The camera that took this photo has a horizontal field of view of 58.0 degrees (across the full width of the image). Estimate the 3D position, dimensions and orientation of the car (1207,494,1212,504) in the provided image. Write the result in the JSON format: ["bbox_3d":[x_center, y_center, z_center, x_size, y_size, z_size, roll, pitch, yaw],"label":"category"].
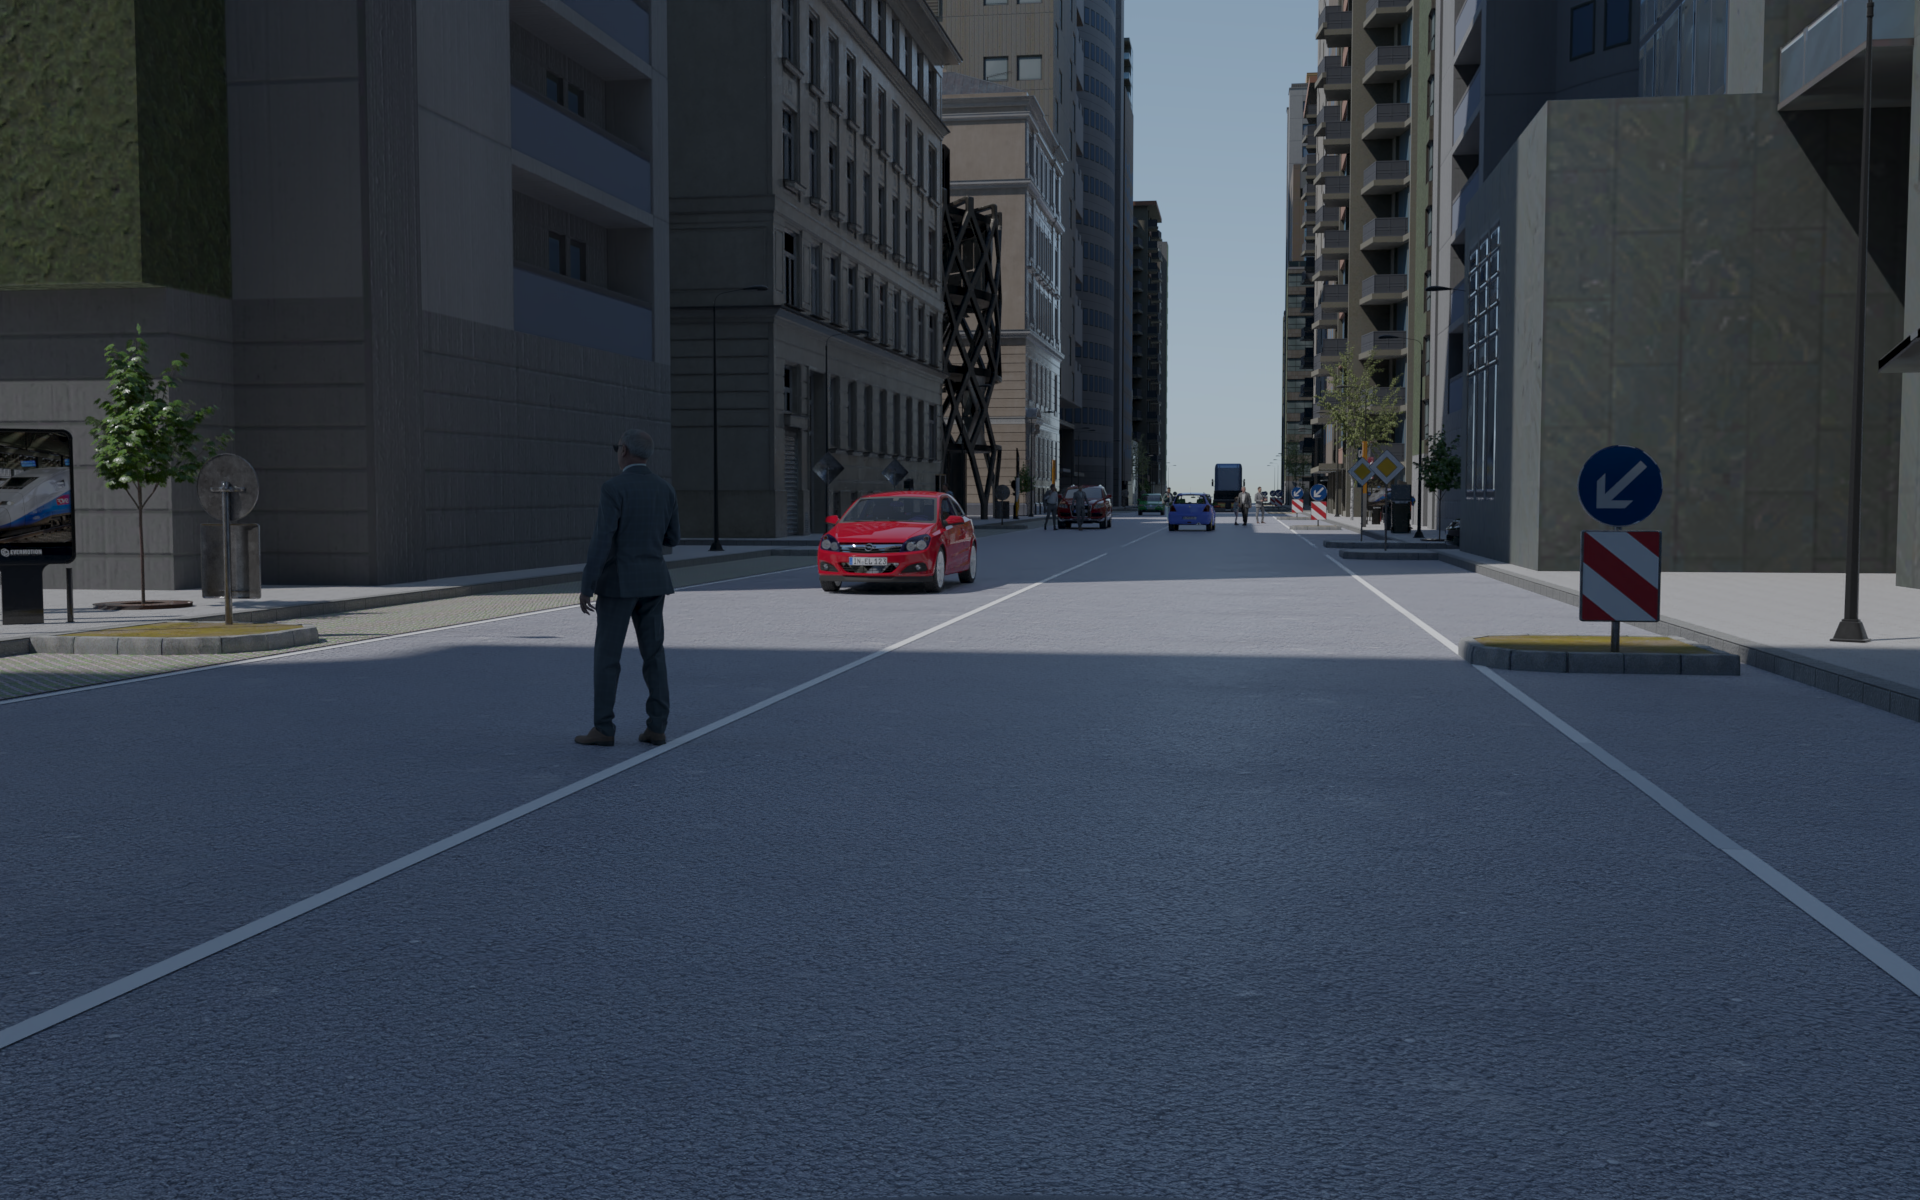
[{"bbox_3d":[33.456,-13.906,236.397,2.155,1.783,4.494,1,4,9],"label":"car"}]

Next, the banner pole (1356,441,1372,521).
[{"bbox_3d":[19.116,-5.604,81.637,0.863,3.779,0.401,0,3,0],"label":"banner pole"}]

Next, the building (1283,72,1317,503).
[{"bbox_3d":[57.174,-43.168,247.789,21.231,58.520,28.212,1,4,9],"label":"building"}]

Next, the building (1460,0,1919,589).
[{"bbox_3d":[19.810,-43.226,19.415,22.319,86.520,31.000,1,4,9],"label":"building"}]

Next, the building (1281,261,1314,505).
[{"bbox_3d":[47.352,-27.055,214.044,14.160,30.474,14.107,1,4,9],"label":"building"}]

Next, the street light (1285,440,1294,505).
[{"bbox_3d":[28.989,-10.802,149.155,1.470,5.913,1.316,1,4,9],"label":"street light"}]

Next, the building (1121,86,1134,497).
[{"bbox_3d":[11.377,-32.904,188.092,14.600,45.320,14.200,1,4,9],"label":"building"}]

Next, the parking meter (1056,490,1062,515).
[{"bbox_3d":[6.171,-6.075,107.730,0.372,1.533,0.369,0,3,0],"label":"parking meter"}]

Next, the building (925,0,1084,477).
[{"bbox_3d":[-4.457,-33.642,139.284,28.713,52.752,27.495,1,4,9],"label":"building"}]

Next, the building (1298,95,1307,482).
[{"bbox_3d":[46.591,-32.064,178.868,22.147,44.769,28.867,1,4,9],"label":"building"}]

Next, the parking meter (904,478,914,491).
[{"bbox_3d":[-1.918,-3.604,64.642,0.255,1.863,0.399,2,4,25],"label":"parking meter"}]

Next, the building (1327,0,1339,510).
[{"bbox_3d":[35.100,-29.421,131.137,14.600,45.320,14.200,1,4,9],"label":"building"}]

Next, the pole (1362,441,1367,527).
[{"bbox_3d":[15.641,-4.475,67.014,0.158,3.312,0.155,0,3,0],"label":"pole"}]

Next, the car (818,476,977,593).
[{"bbox_3d":[-0.905,-1.076,26.633,2.155,1.783,4.494,1,4,10],"label":"car"}]

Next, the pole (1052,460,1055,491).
[{"bbox_3d":[5.586,-6.697,103.332,0.158,3.312,0.155,0,3,0],"label":"pole"}]

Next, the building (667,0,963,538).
[{"bbox_3d":[-10.218,-14.147,64.585,16.112,22.955,30.059,1,4,9],"label":"building"}]

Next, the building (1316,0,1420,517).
[{"bbox_3d":[32.308,-27.345,101.715,22.147,44.769,28.867,1,4,9],"label":"building"}]

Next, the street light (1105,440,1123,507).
[{"bbox_3d":[13.052,-10.793,149.003,1.470,5.913,1.316,1,4,9],"label":"street light"}]

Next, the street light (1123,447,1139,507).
[{"bbox_3d":[16.876,-12.222,172.367,1.470,5.913,1.316,1,4,9],"label":"street light"}]

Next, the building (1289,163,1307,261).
[{"bbox_3d":[50.424,-35.335,227.843,14.600,45.320,14.200,1,4,9],"label":"building"}]

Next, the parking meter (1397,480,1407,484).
[{"bbox_3d":[18.444,-4.070,72.248,0.399,1.863,0.255,0,4,-1],"label":"parking meter"}]

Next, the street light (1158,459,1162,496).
[{"bbox_3d":[26.130,-15.751,230.074,1.470,5.913,1.316,1,4,9],"label":"street light"}]

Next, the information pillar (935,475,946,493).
[{"bbox_3d":[-0.743,-3.720,65.320,0.304,2.012,0.304,-3,5,-42],"label":"information pillar"}]

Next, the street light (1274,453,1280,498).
[{"bbox_3d":[38.567,-14.395,207.904,1.470,5.913,1.316,1,4,9],"label":"street light"}]

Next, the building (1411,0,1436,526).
[{"bbox_3d":[26.359,-18.446,73.297,14.160,30.474,14.107,1,4,9],"label":"building"}]

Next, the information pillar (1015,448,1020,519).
[{"bbox_3d":[2.929,-5.906,87.921,0.183,3.616,0.504,1,4,13],"label":"information pillar"}]

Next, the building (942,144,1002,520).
[{"bbox_3d":[-6.461,-13.533,88.713,16.820,18.784,16.811,1,4,9],"label":"building"}]

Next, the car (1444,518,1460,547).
[{"bbox_3d":[14.152,-2.015,42.734,4.222,1.686,2.009,1,4,9],"label":"car"}]

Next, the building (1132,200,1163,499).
[{"bbox_3d":[17.975,-36.578,252.680,22.147,44.769,28.867,1,4,9],"label":"building"}]

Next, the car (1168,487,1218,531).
[{"bbox_3d":[9.155,-3.584,68.190,1.945,1.707,3.694,1,4,11],"label":"car"}]

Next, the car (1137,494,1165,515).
[{"bbox_3d":[13.072,-6.691,118.193,1.959,1.807,4.718,0,4,8],"label":"car"}]

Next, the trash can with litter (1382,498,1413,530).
[{"bbox_3d":[15.306,-3.004,60.508,1.055,1.170,0.624,2,4,32],"label":"trash can with litter"}]

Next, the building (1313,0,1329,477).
[{"bbox_3d":[45.069,-34.320,150.374,28.713,52.752,27.495,1,4,9],"label":"building"}]

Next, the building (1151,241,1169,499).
[{"bbox_3d":[25.468,-36.093,273.719,14.154,41.232,14.086,1,4,9],"label":"building"}]

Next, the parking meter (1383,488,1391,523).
[{"bbox_3d":[18.954,-4.182,76.787,0.372,1.533,0.369,0,3,0],"label":"parking meter"}]

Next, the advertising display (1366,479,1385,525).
[{"bbox_3d":[17.474,-4.127,72.691,0.974,1.923,0.123,-1,4,-19],"label":"advertising display"}]

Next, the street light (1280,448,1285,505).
[{"bbox_3d":[32.974,-12.249,172.804,1.470,5.913,1.316,1,4,9],"label":"street light"}]

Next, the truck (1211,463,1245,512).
[{"bbox_3d":[22.604,-9.550,145.906,2.967,4.110,18.799,1,4,9],"label":"truck"}]

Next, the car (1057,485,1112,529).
[{"bbox_3d":[5.261,-3.915,72.680,2.281,1.827,5.304,1,4,8],"label":"car"}]

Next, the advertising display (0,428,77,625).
[{"bbox_3d":[-9.253,-0.724,17.044,0.974,1.923,0.123,-2,4,-33],"label":"advertising display"}]

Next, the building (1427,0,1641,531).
[{"bbox_3d":[29.936,-31.193,52.006,28.212,58.520,21.231,1,4,9],"label":"building"}]

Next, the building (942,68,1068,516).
[{"bbox_3d":[-0.649,-19.962,112.285,13.634,28.700,20.117,1,4,9],"label":"building"}]

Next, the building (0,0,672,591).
[{"bbox_3d":[-20.684,-30.032,33.023,28.212,58.520,21.231,1,4,9],"label":"building"}]

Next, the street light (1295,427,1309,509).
[{"bbox_3d":[25.242,-9.372,125.779,1.470,5.913,1.316,1,4,9],"label":"street light"}]

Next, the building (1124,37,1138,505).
[{"bbox_3d":[12.108,-55.604,221.797,22.319,86.520,31.000,1,4,9],"label":"building"}]

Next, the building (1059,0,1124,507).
[{"bbox_3d":[4.244,-38.222,166.925,21.231,58.520,28.212,1,4,9],"label":"building"}]
